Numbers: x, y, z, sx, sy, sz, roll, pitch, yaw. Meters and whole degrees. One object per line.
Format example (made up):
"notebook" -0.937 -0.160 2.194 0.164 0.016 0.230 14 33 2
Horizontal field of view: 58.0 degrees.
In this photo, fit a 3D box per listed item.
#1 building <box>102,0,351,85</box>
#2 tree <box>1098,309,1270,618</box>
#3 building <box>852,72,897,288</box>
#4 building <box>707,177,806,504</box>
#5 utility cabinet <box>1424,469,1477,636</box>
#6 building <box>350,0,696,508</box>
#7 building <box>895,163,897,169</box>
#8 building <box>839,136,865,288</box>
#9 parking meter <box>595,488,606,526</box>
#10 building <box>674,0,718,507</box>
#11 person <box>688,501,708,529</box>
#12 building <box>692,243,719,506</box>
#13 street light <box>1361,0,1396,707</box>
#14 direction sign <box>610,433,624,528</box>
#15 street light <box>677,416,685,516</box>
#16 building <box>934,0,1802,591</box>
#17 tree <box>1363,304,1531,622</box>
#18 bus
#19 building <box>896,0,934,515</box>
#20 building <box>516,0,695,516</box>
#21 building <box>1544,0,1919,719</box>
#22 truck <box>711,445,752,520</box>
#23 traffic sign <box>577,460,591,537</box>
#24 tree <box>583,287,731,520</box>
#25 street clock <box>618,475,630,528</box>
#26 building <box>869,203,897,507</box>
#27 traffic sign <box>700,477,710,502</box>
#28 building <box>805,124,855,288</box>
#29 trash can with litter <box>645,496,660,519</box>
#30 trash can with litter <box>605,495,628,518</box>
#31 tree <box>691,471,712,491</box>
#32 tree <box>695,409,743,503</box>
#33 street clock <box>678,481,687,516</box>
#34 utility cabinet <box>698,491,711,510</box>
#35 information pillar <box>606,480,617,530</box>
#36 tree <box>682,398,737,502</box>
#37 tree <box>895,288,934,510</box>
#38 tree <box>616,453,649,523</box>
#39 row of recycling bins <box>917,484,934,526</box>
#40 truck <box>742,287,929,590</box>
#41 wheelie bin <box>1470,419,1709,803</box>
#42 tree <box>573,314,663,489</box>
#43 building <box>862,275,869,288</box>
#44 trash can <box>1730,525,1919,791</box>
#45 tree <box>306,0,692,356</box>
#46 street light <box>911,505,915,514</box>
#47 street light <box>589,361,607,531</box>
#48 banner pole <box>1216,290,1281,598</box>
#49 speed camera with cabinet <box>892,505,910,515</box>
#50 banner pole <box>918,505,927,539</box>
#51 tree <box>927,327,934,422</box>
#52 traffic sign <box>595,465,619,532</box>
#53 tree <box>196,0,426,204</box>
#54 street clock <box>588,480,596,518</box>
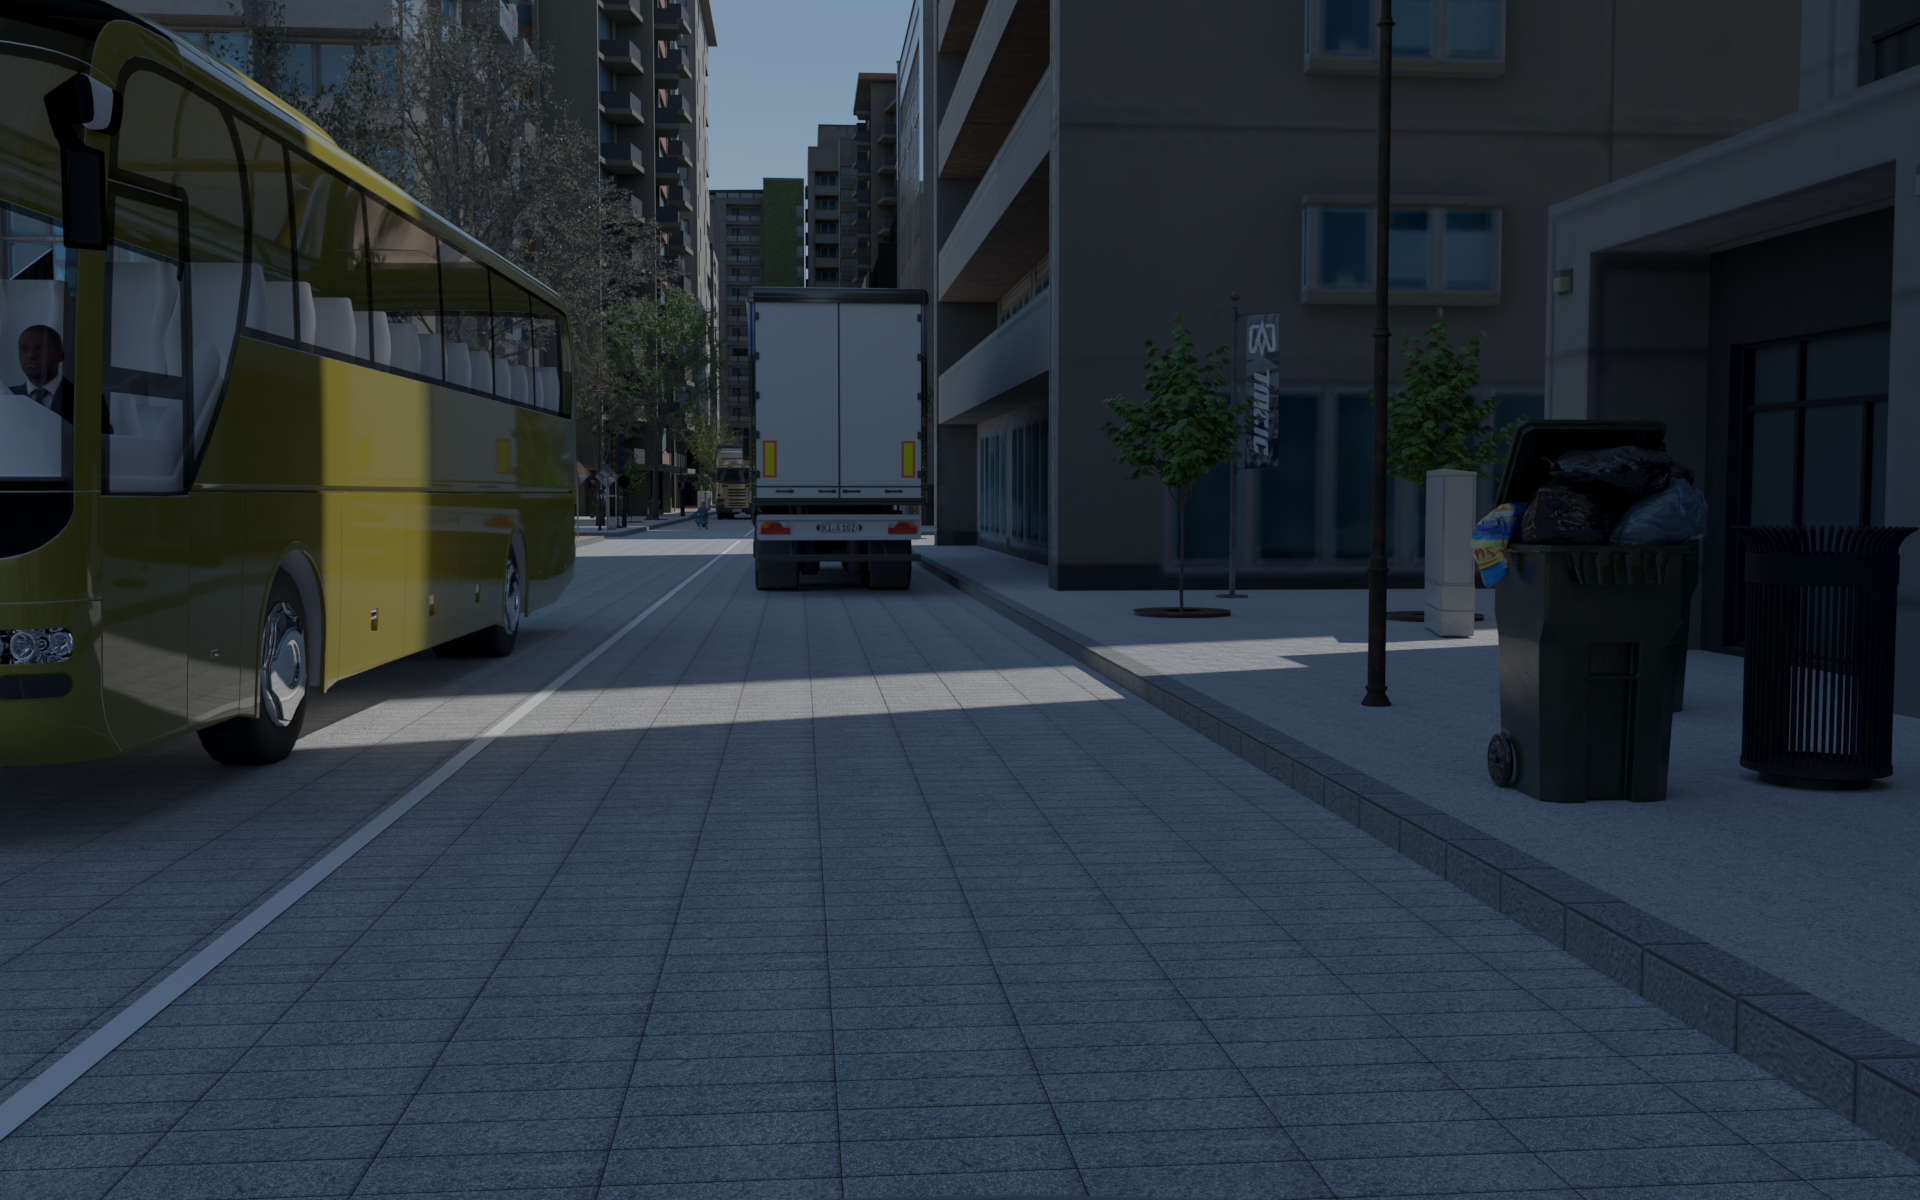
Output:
"building" -30.511 -27.732 73.025 23.786 49.044 30.456 0 4 -5
"tree" 2.229 -1.452 18.349 1.663 3.219 1.824 0 3 0
"building" 0.091 -32.136 180.055 22.147 44.769 28.867 0 4 -5
"building" -27.126 -33.170 225.916 14.086 41.232 14.154 0 4 -5
"utility cabinet" 4.512 -0.443 15.928 0.318 1.500 1.173 1 4 8
"building" -35.164 -32.261 147.075 23.786 49.044 30.456 0 4 -5
"building" 3.501 -19.593 107.729 14.401 28.519 23.554 0 4 -5
"building" -7.032 -31.668 201.372 14.154 41.232 14.086 0 4 -5
"parking meter" -14.317 -3.701 68.929 0.372 1.533 0.369 0 3 0
"building" -39.492 -35.902 176.230 28.713 52.752 27.495 0 4 -5
"person" -10.617 -3.459 70.558 1.012 1.151 0.738 -2 4 -29
"building" -34.923 -26.179 199.734 14.107 30.474 14.160 0 4 -5
"street light" 2.529 -2.297 10.345 0.468 5.910 1.993 0 4 -5
"direction sign" -12.830 -4.457 64.874 0.379 3.537 0.876 1 4 23
"street light" -16.298 -7.846 101.068 0.468 5.910 1.993 0 4 -5
"building" 10.925 -25.025 32.861 21.300 48.544 21.600 0 4 -5
"tree" 4.980 -1.412 17.694 1.663 3.219 1.824 0 3 0
"bus" -4.983 -1.272 12.346 2.896 3.916 12.252 0 4 -3
"building" 3.454 -16.386 85.937 12.078 24.808 19.932 0 4 -5
"building" -28.781 -27.917 111.069 22.147 44.769 28.867 0 4 -5
"building" 16.114 -34.570 3.475 20.563 71.187 20.611 0 4 -5
"truck" -12.730 -6.820 100.416 2.839 4.237 11.283 0 4 -5
"traffic sign" -11.316 -2.912 51.259 0.795 2.450 0.064 0 4 -5
"tree" -14.928 -9.765 85.412 9.928 11.665 9.643 0 3 0
"street clock" -12.871 -3.779 66.362 0.471 2.002 0.358 0 4 -8
"building" -0.231 -18.240 127.898 12.332 23.373 15.834 0 4 -5
"traffic sign" -18.470 -7.669 125.500 0.768 2.556 0.104 0 4 2
"building" -9.686 -37.134 230.840 21.600 48.544 21.300 0 4 -5
"trash can with litter" -15.530 -4.653 87.461 0.624 1.170 1.055 0 4 1
"trash can with litter" -19.071 -5.123 94.813 2.233 1.210 1.678 0 4 -3
"tree" -20.351 -8.771 138.003 1.663 3.219 1.824 0 3 0
"tree" -20.984 -12.250 150.644 4.360 8.622 3.978 0 3 0
"street clock" -15.888 -5.790 99.240 0.471 2.002 0.358 2 4 28
"utility cabinet" -19.819 -7.671 134.100 1.173 1.500 0.318 3 5 39
"information pillar" -12.535 -3.533 62.258 0.304 2.012 0.304 -2 4 -26
"tree" -19.251 -11.014 130.441 4.737 8.622 4.395 0 3 0
"tree" -2.273 -6.868 62.649 4.360 8.622 3.978 0 3 0
"tree" -14.722 -5.099 77.976 1.663 3.219 1.824 0 3 0
"row of recycling bins" -1.267 -3.971 72.037 1.069 1.692 3.534 0 4 0
"truck" -2.285 -2.460 29.134 2.839 4.237 11.283 0 4 -7
"wheelie bin" 2.707 0.032 7.388 0.980 1.594 0.693 0 4 -4
"tree" -14.544 -7.352 70.560 4.360 8.622 3.978 0 3 0
"building" 5.016 -18.788 152.228 27.650 21.520 28.899 0 4 -5
"trash can" 3.805 0.243 7.677 0.748 1.137 0.748 0 3 0
"tree" -11.683 -8.009 41.312 12.009 13.543 11.850 0 3 0
"street light" -1.386 -4.791 51.120 0.468 5.910 1.993 0 4 -5
"street light" -12.594 -5.359 60.399 0.468 5.910 1.993 0 4 -5
"banner pole" 3.553 -1.909 21.224 0.863 3.779 0.401 3 5 40
"speed camera with cabinet" -2.782 -5.359 81.953 0.660 3.252 2.038 -1 4 -14
"banner pole" -1.125 -3.602 48.917 0.401 3.779 0.863 0 4 -5
"tree" -2.521 -7.251 68.924 4.737 8.622 4.395 0 3 0
"traffic sign" -12.057 -3.399 59.210 0.795 2.450 0.064 0 4 -5
"tree" -9.409 -4.564 24.991 4.360 8.622 3.978 0 3 0
"street clock" -19.436 -5.318 91.511 0.358 2.002 0.471 -2 4 -32
